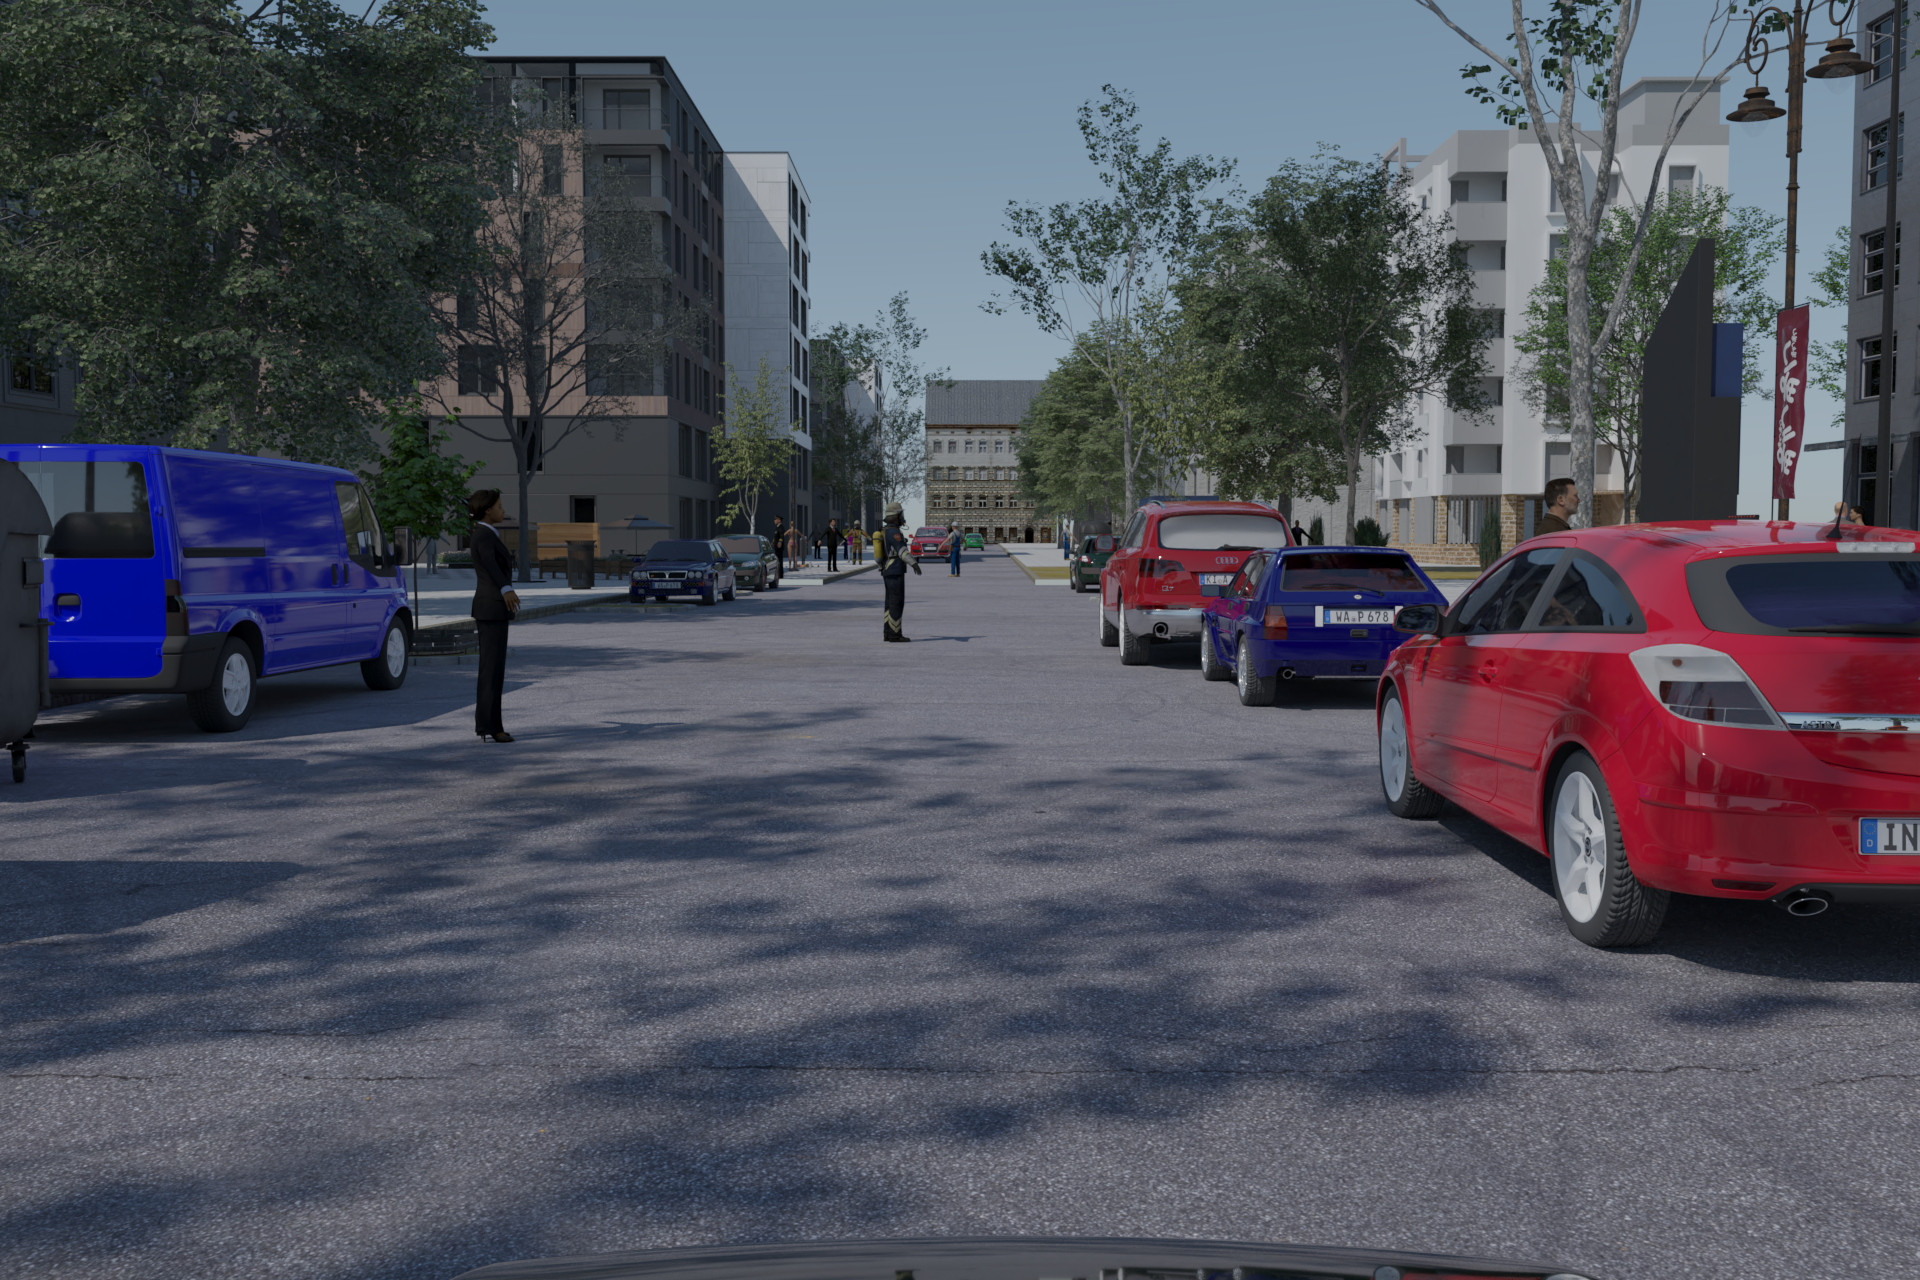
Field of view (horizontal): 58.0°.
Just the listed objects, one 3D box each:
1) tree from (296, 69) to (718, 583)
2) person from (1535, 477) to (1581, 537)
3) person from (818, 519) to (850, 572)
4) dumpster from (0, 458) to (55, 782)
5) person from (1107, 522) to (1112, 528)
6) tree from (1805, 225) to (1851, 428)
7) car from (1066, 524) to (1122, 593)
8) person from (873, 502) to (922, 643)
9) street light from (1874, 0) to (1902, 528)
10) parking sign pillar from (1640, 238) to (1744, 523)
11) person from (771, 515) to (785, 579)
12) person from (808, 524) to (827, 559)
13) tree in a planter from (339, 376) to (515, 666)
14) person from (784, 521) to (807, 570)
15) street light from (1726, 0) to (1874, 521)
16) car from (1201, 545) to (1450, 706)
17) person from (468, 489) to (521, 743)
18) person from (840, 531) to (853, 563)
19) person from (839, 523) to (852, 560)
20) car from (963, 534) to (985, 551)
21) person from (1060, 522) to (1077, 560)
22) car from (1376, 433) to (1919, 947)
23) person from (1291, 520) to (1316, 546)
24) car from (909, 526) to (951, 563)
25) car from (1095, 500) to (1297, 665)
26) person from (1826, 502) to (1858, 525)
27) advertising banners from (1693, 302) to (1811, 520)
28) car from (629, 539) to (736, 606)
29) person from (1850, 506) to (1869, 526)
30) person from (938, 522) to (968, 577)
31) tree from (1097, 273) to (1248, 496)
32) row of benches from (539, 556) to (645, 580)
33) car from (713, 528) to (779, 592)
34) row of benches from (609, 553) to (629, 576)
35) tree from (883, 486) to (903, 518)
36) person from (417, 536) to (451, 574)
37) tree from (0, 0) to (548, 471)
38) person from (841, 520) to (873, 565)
[{"bbox_3d":[-11.504,-8.268,45.555,12.009,13.543,11.850,0,3,0],"label":"tree"},{"bbox_3d":[4.068,-0.190,11.693,0.704,1.812,1.346,1,4,14],"label":"person"},{"bbox_3d":[-4.298,-3.203,58.562,1.347,1.806,0.705,-3,5,-42],"label":"person"},{"bbox_3d":[-6.125,-0.075,9.435,1.865,1.857,1.264,0,4,1],"label":"dumpster"},{"bbox_3d":[6.612,-4.290,76.286,0.704,1.843,1.345,0,4,2],"label":"person"},{"bbox_3d":[29.267,-7.697,51.600,9.928,11.665,9.643,0,3,0],"label":"tree"},{"bbox_3d":[3.684,-2.061,43.477,2.009,1.686,4.222,0,4,1],"label":"car"},{"bbox_3d":[-0.847,-0.902,22.984,0.705,1.856,1.354,-1,4,-22],"label":"person"},{"bbox_3d":[7.155,-2.433,12.321,1.470,5.913,1.316,0,4,1],"label":"street light"},{"bbox_3d":[6.940,-1.715,16.511,1.447,3.967,1.447,0,4,1],"label":"parking sign pillar"},{"bbox_3d":[-5.202,-2.668,49.563,0.705,1.837,1.347,-1,4,-15],"label":"person"},{"bbox_3d":[-7.288,-5.058,88.827,1.348,1.813,0.705,2,4,34],"label":"person"},{"bbox_3d":[-6.219,-1.376,19.724,1.991,3.239,1.994,0,4,2],"label":"tree in a planter"},{"bbox_3d":[-5.961,-3.338,61.387,1.217,1.733,0.721,-2,4,-28],"label":"person"},{"bbox_3d":[6.707,-2.522,14.015,0.468,5.910,1.993,0,4,1],"label":"street light"},{"bbox_3d":[3.223,-0.193,15.742,1.945,1.354,3.894,0,4,1],"label":"car"},{"bbox_3d":[-3.172,-0.173,12.004,0.721,1.740,1.216,-1,4,-20],"label":"person"},{"bbox_3d":[-4.882,-4.146,77.059,0.991,1.433,0.599,-2,4,-27],"label":"person"},{"bbox_3d":[-5.687,-4.982,87.424,1.349,1.833,0.705,3,5,44],"label":"person"},{"bbox_3d":[1.171,-8.526,148.192,1.959,1.807,4.718,0,4,1],"label":"car"},{"bbox_3d":[5.241,-4.801,84.359,0.705,1.847,1.347,-2,4,-32],"label":"person"},{"bbox_3d":[3.062,0.096,7.477,2.155,1.783,4.494,0,4,1],"label":"car"},{"bbox_3d":[12.396,-3.514,63.672,1.346,1.802,0.704,0,4,-5],"label":"person"},{"bbox_3d":[-1.388,-4.735,86.090,2.281,1.827,5.304,0,4,1],"label":"car"},{"bbox_3d":[2.782,-0.719,20.433,2.281,1.827,5.304,0,4,1],"label":"car"},{"bbox_3d":[12.963,-1.158,25.530,0.434,1.755,0.990,-3,4,-39],"label":"person"},{"bbox_3d":[6.404,-1.099,14.164,0.090,3.025,2.074,0,4,1],"label":"advertising banners"},{"bbox_3d":[-5.725,-1.430,35.953,1.945,1.354,3.894,0,4,1],"label":"car"},{"bbox_3d":[14.199,-1.274,27.633,0.721,1.737,1.217,1,4,21],"label":"person"},{"bbox_3d":[-0.179,-3.033,57.910,0.705,1.847,1.347,3,5,45],"label":"person"},{"bbox_3d":[6.113,-6.082,49.807,4.737,8.622,4.395,0,3,0],"label":"tree"},{"bbox_3d":[-10.107,-2.048,48.952,4.104,0.672,1.422,2,4,28],"label":"row of benches"},{"bbox_3d":[-5.671,-2.106,44.223,2.009,1.686,4.222,0,4,1],"label":"car"},{"bbox_3d":[-10.771,-2.391,54.563,1.422,0.672,4.104,-1,4,-11],"label":"row of benches"},{"bbox_3d":[-9.395,-17.907,243.136,4.360,8.622,3.978,0,3,0],"label":"tree"},{"bbox_3d":[-16.775,-2.990,55.066,0.705,1.806,1.347,2,4,29],"label":"person"},{"bbox_3d":[-11.410,-7.386,27.416,9.857,13.997,8.962,0,3,0],"label":"tree"},{"bbox_3d":[-4.257,-4.035,71.736,1.354,1.858,0.705,0,4,-1],"label":"person"}]
